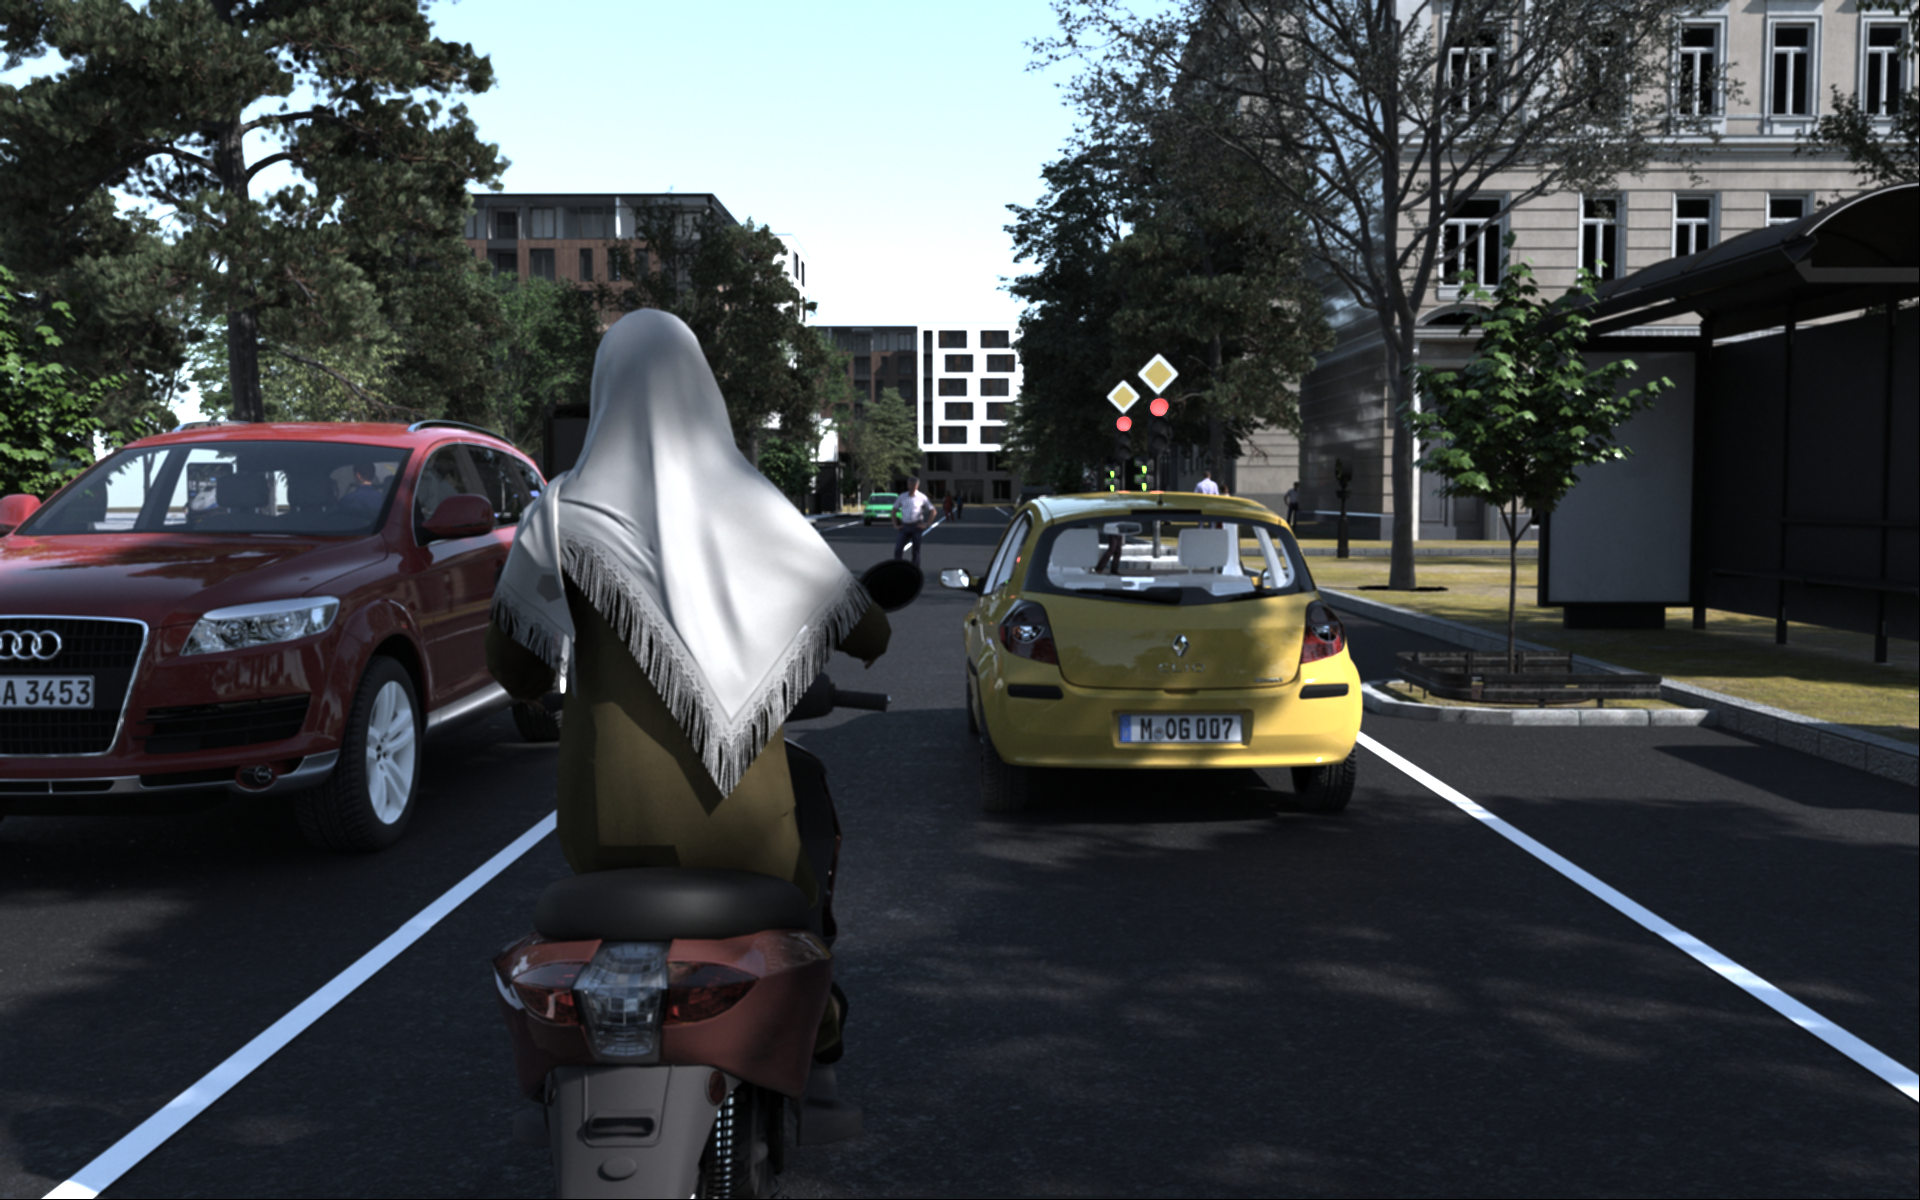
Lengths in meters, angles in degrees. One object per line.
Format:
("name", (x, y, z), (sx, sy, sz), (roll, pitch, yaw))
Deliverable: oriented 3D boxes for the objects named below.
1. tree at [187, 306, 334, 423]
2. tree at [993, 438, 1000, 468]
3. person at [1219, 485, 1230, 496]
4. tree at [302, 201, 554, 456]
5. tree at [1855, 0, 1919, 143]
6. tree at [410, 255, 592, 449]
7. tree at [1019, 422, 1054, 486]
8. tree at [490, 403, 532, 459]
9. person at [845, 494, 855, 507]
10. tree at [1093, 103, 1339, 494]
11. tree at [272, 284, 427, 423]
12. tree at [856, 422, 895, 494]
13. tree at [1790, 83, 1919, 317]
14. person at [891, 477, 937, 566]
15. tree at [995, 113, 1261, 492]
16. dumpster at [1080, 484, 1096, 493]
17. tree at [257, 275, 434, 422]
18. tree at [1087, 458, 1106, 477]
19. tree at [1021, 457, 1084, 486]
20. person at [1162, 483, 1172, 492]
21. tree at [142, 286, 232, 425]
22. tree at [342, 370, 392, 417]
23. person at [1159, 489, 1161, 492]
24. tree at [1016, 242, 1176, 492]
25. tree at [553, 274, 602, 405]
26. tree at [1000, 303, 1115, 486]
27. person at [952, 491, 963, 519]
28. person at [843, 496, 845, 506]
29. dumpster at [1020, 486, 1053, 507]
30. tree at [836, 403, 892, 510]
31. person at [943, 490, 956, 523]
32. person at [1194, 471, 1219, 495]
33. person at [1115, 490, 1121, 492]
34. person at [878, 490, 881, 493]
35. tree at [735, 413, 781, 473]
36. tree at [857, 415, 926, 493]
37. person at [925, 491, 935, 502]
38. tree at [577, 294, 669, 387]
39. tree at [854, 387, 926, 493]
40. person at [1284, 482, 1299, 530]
("tree", (-32.884, -10.039, 82.257), (7.486, 12.596, 7.792), (0, 3, 0))
("tree", (7.298, -16.149, 182.156), (7.486, 12.596, 7.792), (0, 3, 0))
("person", (7.074, -2.328, 46.570), (0.387, 1.526, 0.523), (-2, 4, -33))
("tree", (-19.972, -9.527, 63.188), (7.806, 13.903, 7.818), (0, 3, 0))
("tree", (9.936, -3.964, 15.174), (4.360, 8.622, 3.978), (0, 3, 0))
("tree", (-19.785, -9.196, 76.117), (9.928, 11.665, 9.643), (0, 3, 0))
("tree", (7.770, -12.896, 161.205), (4.360, 8.622, 3.978), (0, 3, 0))
("tree", (-29.695, -9.964, 113.266), (4.737, 8.622, 4.395), (0, 3, 0))
("person", (-10.431, -9.958, 168.861), (0.705, 1.823, 1.348), (1, 4, 15))
("tree", (7.055, -7.666, 47.395), (6.751, 12.117, 7.091), (0, 3, 0))
("tree", (-18.525, -6.255, 52.638), (4.360, 8.622, 3.978), (0, 3, 0))
("tree", (-8.750, -13.778, 175.632), (4.737, 8.622, 4.395), (0, 3, 0))
("tree", (18.063, -5.760, 28.591), (8.767, 10.594, 7.601), (-3, 5, -42))
("person", (-0.789, -1.118, 27.720), (0.756, 1.711, 0.436), (2, 4, 24))
("tree", (6.062, -9.173, 56.642), (9.857, 13.997, 8.962), (0, 3, 0))
("dumpster", (7.567, -6.208, 107.267), (1.264, 1.857, 1.865), (0, 4, 0))
("tree", (-16.987, -5.915, 47.080), (4.737, 8.622, 4.395), (0, 3, 0))
("tree", (9.406, -10.050, 114.672), (4.360, 8.622, 3.978), (0, 3, 0))
("tree", (7.718, -8.845, 128.323), (4.285, 4.588, 4.351), (0, 3, 0))
("person", (8.515, -3.970, 71.626), (0.621, 1.740, 0.551), (-2, 4, -28))
("tree", (-33.218, -8.878, 70.909), (9.928, 11.665, 9.643), (0, 3, 0))
("tree", (-33.482, -10.880, 103.647), (9.928, 11.665, 9.643), (0, 3, 0))
("person", (6.582, -3.035, 58.201), (0.613, 1.512, 0.480), (2, 4, 29))
("tree", (6.667, -10.817, 84.286), (7.806, 13.903, 7.818), (0, 3, 0))
("tree", (-23.508, -11.792, 100.226), (7.806, 13.903, 7.818), (0, 3, 0))
("tree", (6.770, -11.208, 101.370), (7.486, 12.596, 7.792), (0, 3, 0))
("person", (-0.103, -5.571, 101.459), (0.647, 1.594, 0.662), (-1, 4, -22))
("person", (-12.243, -10.845, 183.366), (0.705, 1.823, 1.348), (-1, 4, -13))
("dumpster", (4.246, -5.348, 95.660), (1.865, 1.857, 1.264), (0, 4, 1))
("tree", (-7.886, -11.509, 138.529), (4.360, 8.622, 3.978), (0, 3, 0))
("person", (-0.550, -4.652, 86.263), (0.593, 1.614, 0.444), (1, 4, 19))
("person", (5.954, -2.189, 41.704), (0.709, 1.838, 0.599), (1, 4, 13))
("person", (2.728, -1.159, 30.147), (0.600, 1.496, 0.574), (3, 5, 41))
("person", (-8.104, -10.363, 176.153), (1.217, 1.739, 0.721), (1, 4, 16))
("tree", (-13.468, -10.102, 115.536), (4.360, 8.622, 3.978), (0, 3, 0))
("tree", (-7.805, -15.856, 193.662), (8.767, 10.594, 7.601), (0, 4, 7))
("person", (-2.924, -9.304, 161.332), (1.217, 1.735, 0.721), (0, 4, 7))
("tree", (-11.754, -6.811, 61.728), (4.360, 8.622, 3.978), (0, 3, 0))
("tree", (-7.527, -16.204, 183.056), (7.486, 12.596, 7.792), (0, 3, 0))
("person", (11.775, -3.299, 60.924), (0.756, 1.711, 0.436), (1, 4, 9))
